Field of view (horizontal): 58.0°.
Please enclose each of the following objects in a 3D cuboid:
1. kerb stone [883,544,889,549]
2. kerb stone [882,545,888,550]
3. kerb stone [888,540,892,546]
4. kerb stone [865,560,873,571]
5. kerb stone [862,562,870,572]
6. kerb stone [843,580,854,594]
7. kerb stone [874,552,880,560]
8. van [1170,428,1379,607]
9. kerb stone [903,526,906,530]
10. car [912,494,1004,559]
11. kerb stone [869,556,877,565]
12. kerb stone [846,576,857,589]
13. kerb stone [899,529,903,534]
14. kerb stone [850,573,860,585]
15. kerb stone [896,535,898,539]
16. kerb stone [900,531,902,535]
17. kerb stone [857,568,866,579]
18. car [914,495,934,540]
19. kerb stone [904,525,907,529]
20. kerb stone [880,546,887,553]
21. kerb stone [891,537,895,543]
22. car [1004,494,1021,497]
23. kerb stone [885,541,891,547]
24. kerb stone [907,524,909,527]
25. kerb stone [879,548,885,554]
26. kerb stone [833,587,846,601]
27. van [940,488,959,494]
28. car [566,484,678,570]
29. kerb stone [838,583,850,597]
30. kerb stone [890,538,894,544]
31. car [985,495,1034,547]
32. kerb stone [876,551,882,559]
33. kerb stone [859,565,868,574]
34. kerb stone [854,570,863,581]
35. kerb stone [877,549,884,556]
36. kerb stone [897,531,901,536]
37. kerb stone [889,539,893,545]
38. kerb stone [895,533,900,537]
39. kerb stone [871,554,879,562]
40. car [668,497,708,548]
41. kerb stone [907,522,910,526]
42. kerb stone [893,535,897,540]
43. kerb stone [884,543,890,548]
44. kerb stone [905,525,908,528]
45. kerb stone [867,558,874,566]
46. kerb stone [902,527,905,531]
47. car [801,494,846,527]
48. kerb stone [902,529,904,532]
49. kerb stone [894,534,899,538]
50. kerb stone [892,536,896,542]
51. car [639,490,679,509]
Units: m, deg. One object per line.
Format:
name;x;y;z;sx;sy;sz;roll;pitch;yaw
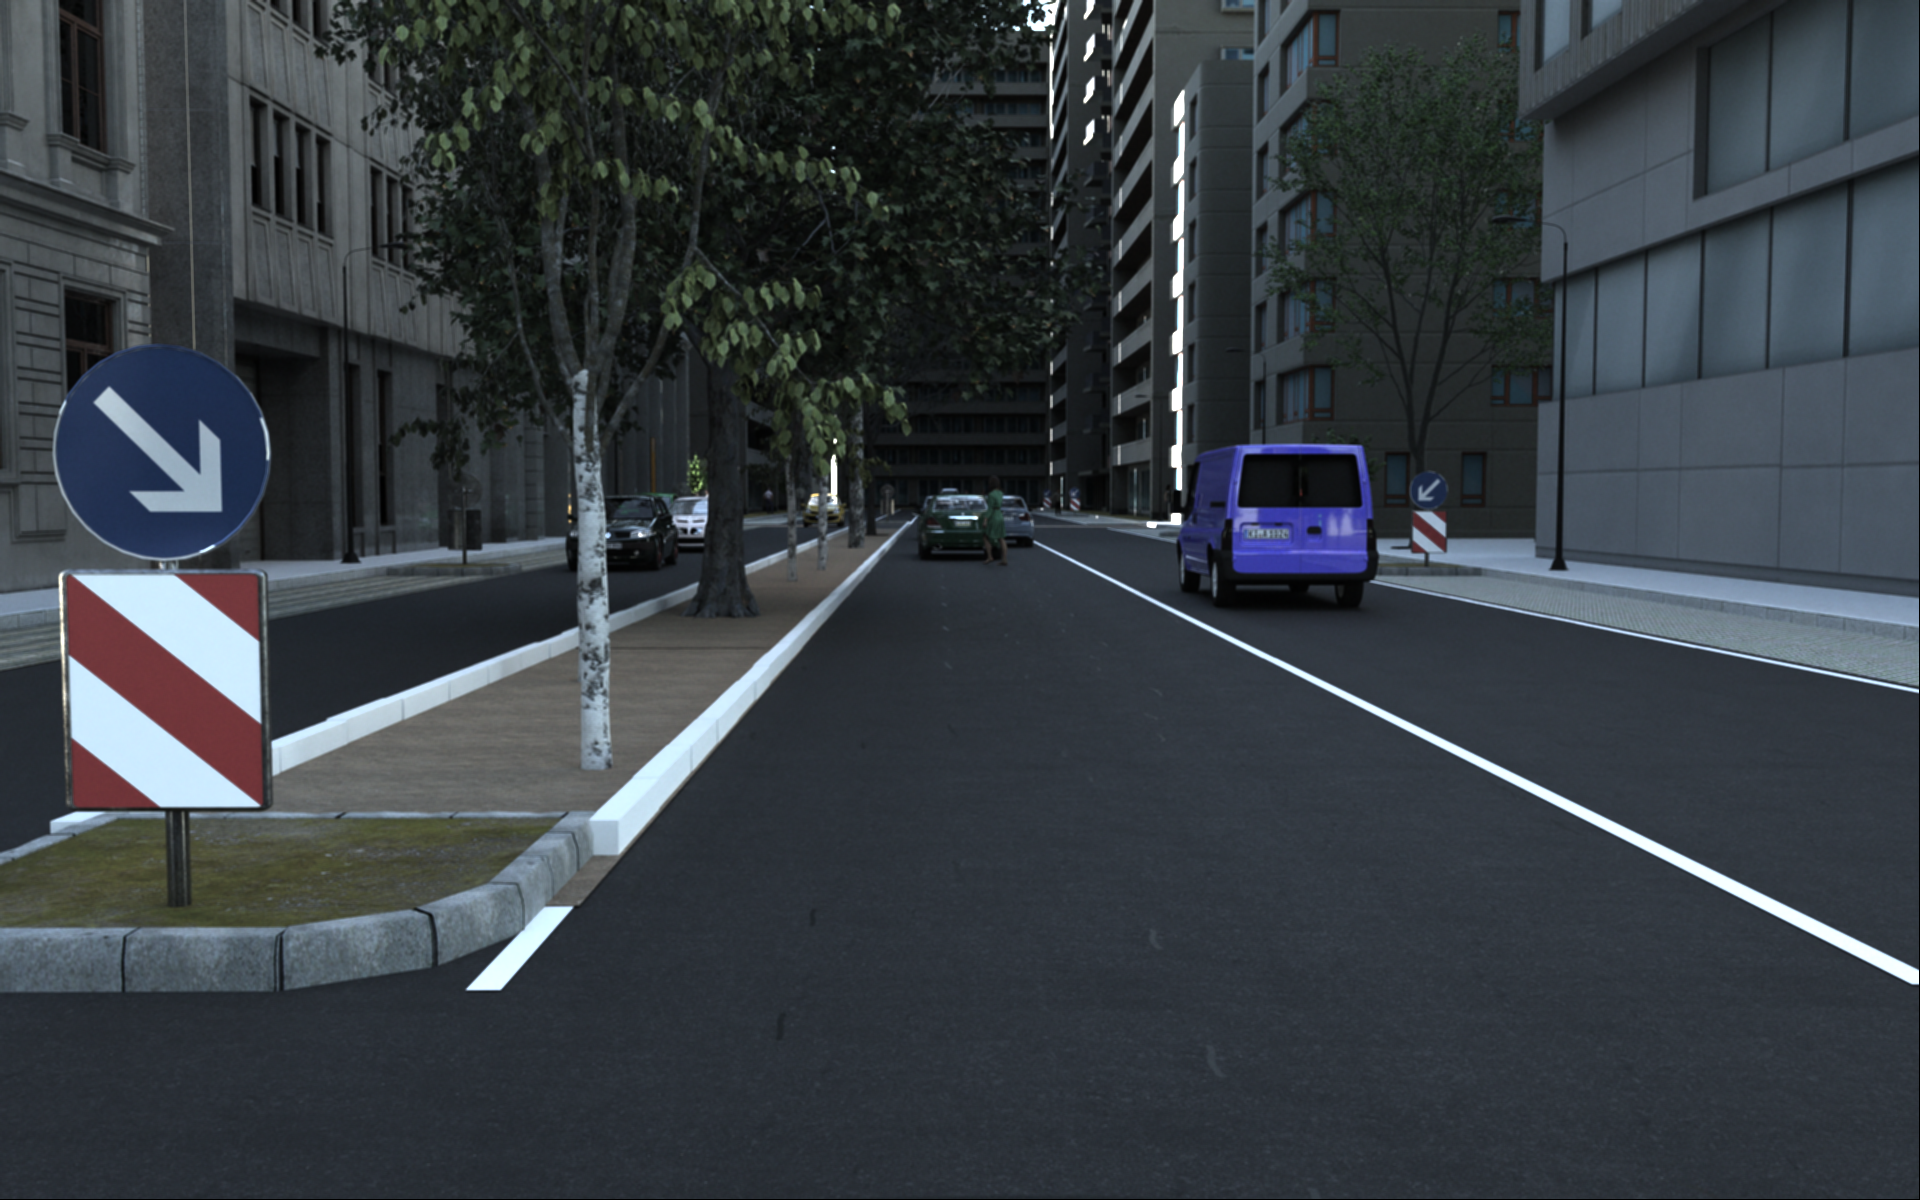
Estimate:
kerb stone;-1.868;-1.220;42.145;0.120;0.150;1.000;0;4;-1
kerb stone;-1.845;-1.158;41.121;0.120;0.150;1.000;0;4;-1
kerb stone;-1.915;-1.408;45.217;0.120;0.150;1.000;0;4;-1
kerb stone;-1.727;-0.594;31.900;0.120;0.150;1.000;0;4;-1
kerb stone;-1.721;-0.530;30.874;0.120;0.150;1.000;0;4;-1
kerb stone;-1.633;-0.156;24.739;0.120;0.150;1.000;0;4;-1
kerb stone;-1.786;-0.844;35.998;0.120;0.150;1.000;0;4;-1
van;4.167;-1.178;23.647;2.240;2.365;5.245;0;4;0
kerb stone;-2.146;-2.535;63.659;0.120;0.150;1.000;0;4;-1
car;-0.025;-1.690;39.436;2.131;1.459;4.920;0;4;-2
kerb stone;-1.759;-0.716;33.949;0.120;0.150;1.000;0;4;-1
kerb stone;-1.649;-0.218;25.762;0.120;0.150;1.000;0;4;-1
kerb stone;-2.076;-2.222;58.524;0.120;0.150;1.000;0;4;-1
kerb stone;-1.664;-0.281;26.784;0.120;0.150;1.000;0;4;-1
kerb stone;-1.984;-1.776;51.354;0.120;0.150;1.000;0;4;-1
kerb stone;-2.049;-2.096;56.479;0.120;0.150;1.000;0;4;-1
kerb stone;-1.687;-0.401;28.829;0.120;0.150;1.000;0;4;-1
car;-0.456;-2.637;55.111;2.014;1.417;4.499;0;3;0
kerb stone;-2.176;-2.661;65.705;0.120;0.150;1.000;0;4;-1
kerb stone;-1.834;-1.095;40.099;0.120;0.150;1.000;0;4;-1
kerb stone;-1.947;-1.594;48.287;0.120;0.150;1.000;0;4;-1
car;3.632;-6.980;123.902;2.009;1.686;4.222;0;4;-2
kerb stone;-1.899;-1.345;44.193;0.120;0.150;1.000;0;4;-1
kerb stone;-2.210;-2.849;68.777;0.120;0.150;1.000;0;4;-1
kerb stone;-1.827;-1.032;39.070;0.120;0.150;1.000;0;4;-1
kerb stone;-1.614;-0.031;22.694;0.120;0.150;1.000;0;4;-1
van;-0.783;-7.628;131.725;2.013;2.044;4.112;0;4;-1
car;-6.553;-1.470;33.820;2.009;1.686;4.222;0;4;-2
kerb stone;-1.624;-0.093;23.716;0.120;0.150;1.000;0;4;-1
kerb stone;-1.935;-1.533;47.265;0.120;0.150;1.000;0;4;-1
car;1.067;-2.219;48.276;2.014;1.417;4.499;0;4;-3
kerb stone;-1.800;-0.907;37.022;0.120;0.150;1.000;0;4;-1
kerb stone;-1.704;-0.468;29.851;0.120;0.150;1.000;0;4;-1
kerb stone;-1.678;-0.343;27.807;0.120;0.150;1.000;0;4;-1
kerb stone;-1.809;-0.968;38.044;0.120;0.150;1.000;0;4;-1
kerb stone;-2.036;-2.034;55.457;0.120;0.150;1.000;0;4;-1
kerb stone;-1.918;-1.471;46.243;0.120;0.150;1.000;0;4;-1
kerb stone;-2.011;-1.909;53.402;0.120;0.150;1.000;0;4;-1
kerb stone;-1.774;-0.782;34.976;0.120;0.150;1.000;0;4;-1
car;-6.680;-1.963;44.453;2.083;1.381;4.827;0;4;-2
kerb stone;-2.253;-3.036;71.853;0.120;0.150;1.000;0;4;-1
kerb stone;-1.969;-1.721;50.331;0.120;0.150;1.000;0;4;-1
kerb stone;-1.883;-1.279;43.171;0.120;0.150;1.000;0;4;-1
kerb stone;-2.183;-2.724;66.727;0.120;0.150;1.000;0;4;-1
kerb stone;-1.754;-0.656;32.922;0.120;0.150;1.000;0;4;-1
kerb stone;-2.117;-2.410;61.604;0.120;0.150;1.000;0;4;-1
car;-6.013;-4.064;76.674;2.015;1.641;3.980;0;4;-1
kerb stone;-2.096;-2.283;59.553;0.120;0.150;1.000;0;4;-1
kerb stone;-1.999;-1.846;52.376;0.120;0.150;1.000;0;4;-1
kerb stone;-1.953;-1.658;49.309;0.120;0.150;1.000;0;4;-1
car;-9.433;-2.723;53.320;1.959;1.807;4.718;0;4;-1
